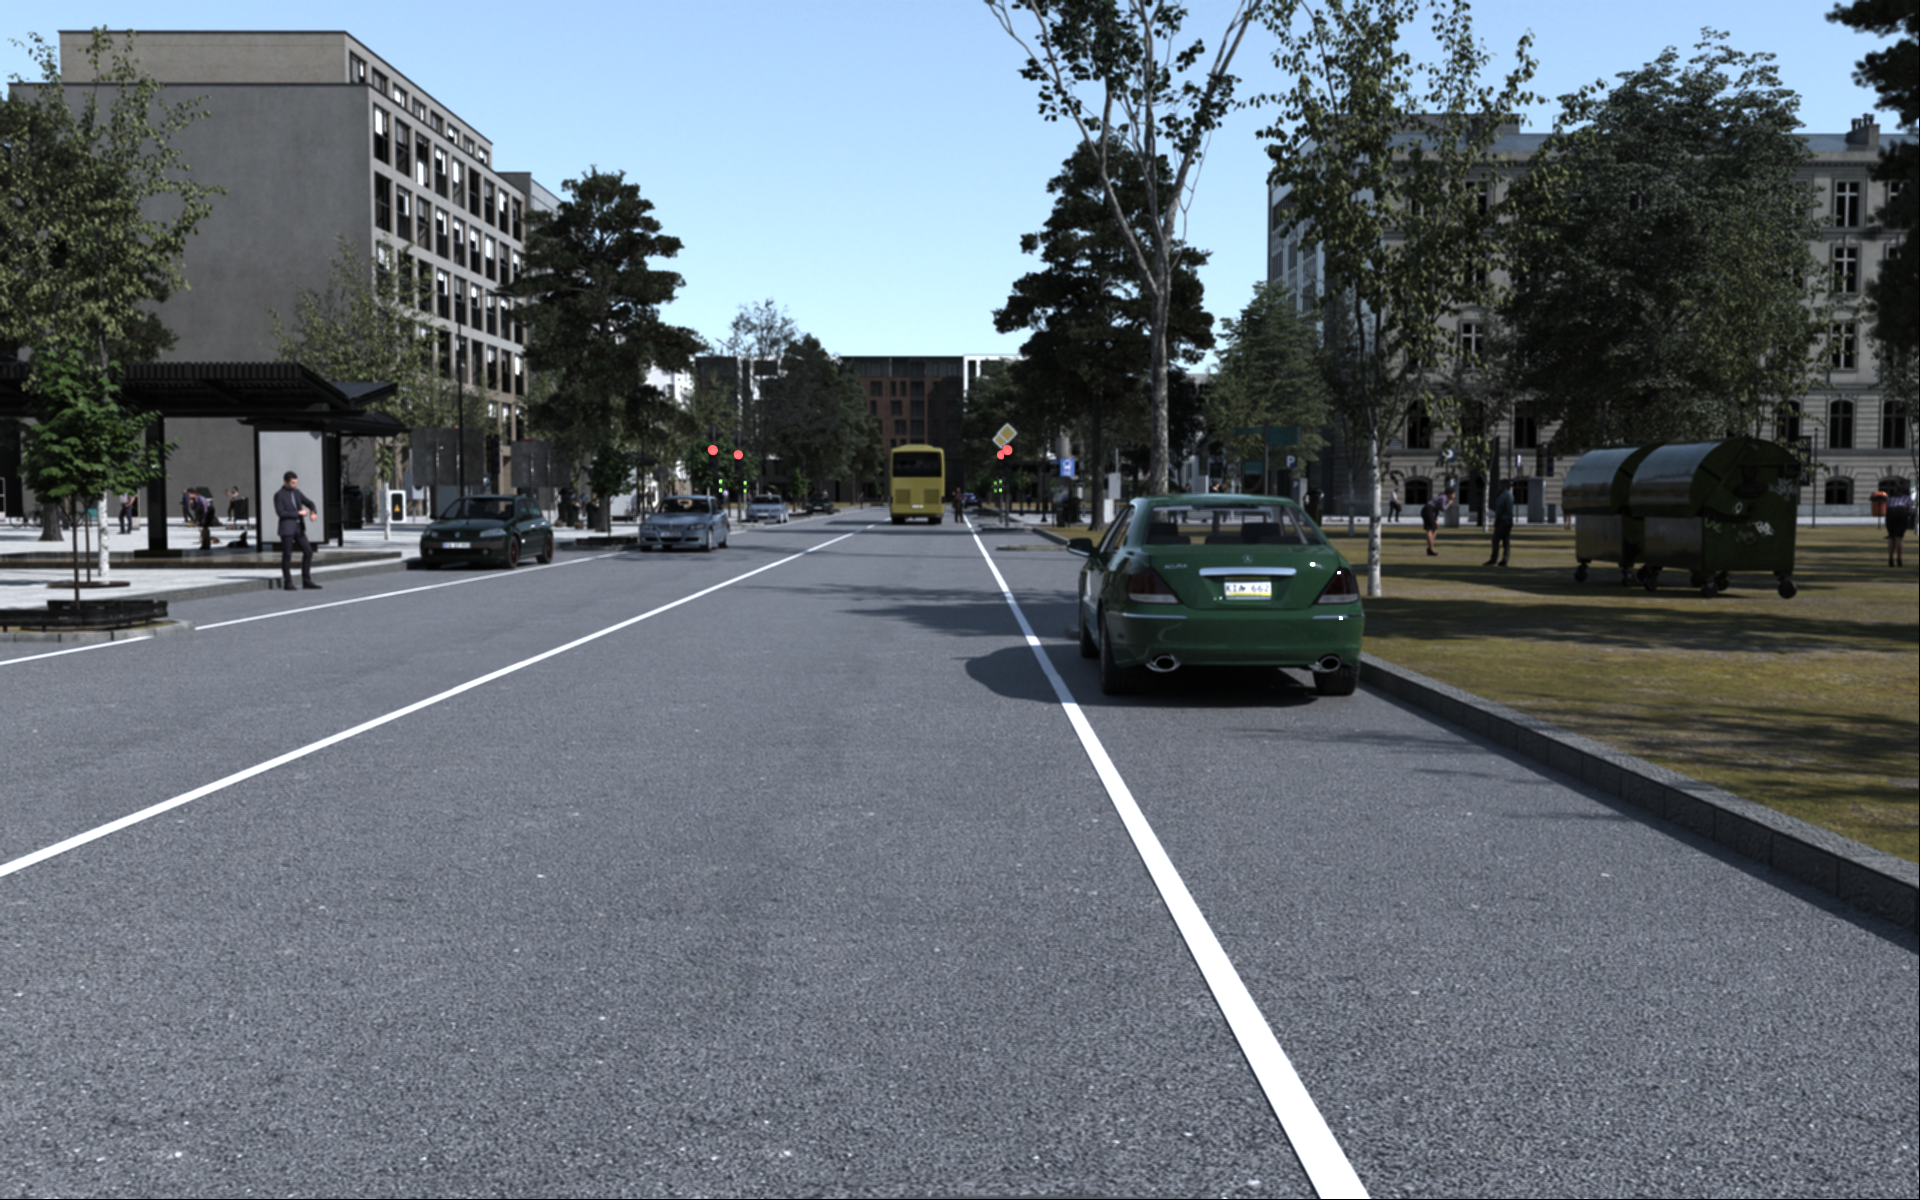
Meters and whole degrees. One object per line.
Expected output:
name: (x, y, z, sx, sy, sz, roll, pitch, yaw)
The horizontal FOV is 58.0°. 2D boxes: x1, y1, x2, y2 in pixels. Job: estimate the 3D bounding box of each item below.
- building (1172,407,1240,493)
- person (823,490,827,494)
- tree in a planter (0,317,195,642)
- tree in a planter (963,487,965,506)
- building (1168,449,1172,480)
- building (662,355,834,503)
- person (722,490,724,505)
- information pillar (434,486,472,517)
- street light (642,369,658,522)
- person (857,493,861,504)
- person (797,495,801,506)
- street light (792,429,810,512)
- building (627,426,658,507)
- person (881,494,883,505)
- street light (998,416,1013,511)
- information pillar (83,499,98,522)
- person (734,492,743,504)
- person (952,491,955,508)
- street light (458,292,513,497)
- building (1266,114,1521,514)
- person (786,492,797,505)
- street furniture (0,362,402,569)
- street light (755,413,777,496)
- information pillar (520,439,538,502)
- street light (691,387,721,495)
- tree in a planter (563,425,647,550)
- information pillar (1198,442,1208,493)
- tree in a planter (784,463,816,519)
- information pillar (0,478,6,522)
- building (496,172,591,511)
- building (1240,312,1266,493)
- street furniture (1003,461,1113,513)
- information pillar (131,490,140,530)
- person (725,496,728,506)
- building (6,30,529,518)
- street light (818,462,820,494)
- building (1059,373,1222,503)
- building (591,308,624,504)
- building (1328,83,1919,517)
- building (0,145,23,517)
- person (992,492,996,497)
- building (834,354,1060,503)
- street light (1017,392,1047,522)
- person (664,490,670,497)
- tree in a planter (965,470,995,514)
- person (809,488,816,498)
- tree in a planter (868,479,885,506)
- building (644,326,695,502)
building: (26.914, -13.700, 166.148, 9.099, 9.664, 28.070, 0, 4, 0)
person: (-14.523, -10.978, 186.208, 0.551, 1.740, 0.621, -2, 4, -35)
tree in a planter: (-9.036, -1.248, 17.634, 1.991, 3.239, 1.994, 0, 4, 0)
tree in a planter: (1.233, -12.718, 205.167, 1.991, 3.239, 1.994, 0, 4, 0)
building: (27.797, -15.414, 194.170, 9.099, 9.664, 28.070, 0, 4, 0)
building: (-34.761, -25.906, 267.541, 32.646, 21.610, 27.936, 0, 4, 0)
person: (-28.632, -12.428, 209.246, 0.705, 1.822, 1.348, -2, 4, -26)
information pillar: (-18.698, -4.460, 64.237, 1.656, 3.620, 0.184, -3, 5, -43)
street light: (-11.072, -5.558, 63.416, 1.470, 5.913, 1.316, 0, 4, 0)
person: (-13.062, -13.103, 223.493, 0.599, 1.433, 0.991, -2, 4, -35)
person: (-17.499, -11.004, 186.681, 0.721, 1.743, 1.217, -3, 5, -40)
street light: (-11.248, -9.203, 123.011, 1.470, 5.913, 1.316, 0, 4, 0)
building: (-35.205, -14.327, 176.398, 9.099, 9.664, 28.070, 0, 4, 0)
person: (-9.947, -12.731, 219.882, 0.599, 1.433, 0.991, -1, 4, -15)
street light: (3.132, -7.980, 103.017, 1.470, 5.913, 1.316, 0, 4, 0)
information pillar: (-39.863, -5.506, 79.406, 0.750, 3.857, 0.750, -2, 4, -31)
person: (-28.335, -13.215, 221.744, 1.348, 1.869, 0.705, 0, 4, -3)
person: (-0.548, -9.996, 172.736, 0.445, 1.727, 0.742, -2, 4, -27)
street light: (-10.951, -4.119, 39.881, 1.470, 5.913, 1.316, 0, 4, 0)
building: (28.648, -18.343, 117.936, 12.078, 24.808, 19.932, 0, 4, 0)
person: (-19.295, -11.754, 198.204, 1.348, 1.826, 0.705, 1, 4, 11)
street furniture: (-14.948, -2.452, 32.193, 7.346, 3.524, 5.398, 0, 4, 0)
street light: (-11.142, -7.739, 99.081, 1.470, 5.913, 1.316, 0, 4, 0)
information pillar: (-20.137, -5.603, 80.992, 0.750, 3.857, 0.750, 0, 4, 4)
street light: (-11.070, -6.279, 75.209, 1.470, 5.913, 1.316, 0, 4, 0)
tree in a planter: (-9.155, -2.927, 45.080, 1.991, 3.239, 1.994, 0, 4, 0)
information pillar: (10.874, -5.262, 77.385, 0.183, 3.616, 0.504, -3, 5, -41)
tree in a planter: (-9.413, -6.317, 100.502, 1.991, 3.239, 1.994, 0, 4, 0)
information pillar: (-43.930, -4.572, 79.246, 0.304, 2.012, 0.304, 2, 4, 32)
building: (-37.485, -19.531, 137.357, 12.078, 24.808, 19.932, 0, 4, 0)
building: (31.367, -16.795, 142.054, 16.820, 18.784, 16.811, 0, 4, 0)
street furniture: (6.613, -7.759, 118.972, 7.346, 3.524, 5.398, 0, 4, 0)
information pillar: (-29.356, -3.491, 61.577, 0.304, 2.012, 0.304, -2, 4, -26)
person: (-24.992, -10.700, 184.211, 0.991, 1.433, 0.599, 3, 5, 39)
building: (-41.336, -18.697, 110.211, 19.350, 26.468, 34.151, 0, 4, 0)
street light: (-11.396, -10.643, 146.546, 1.470, 5.913, 1.316, 0, 4, 0)
building: (30.386, -24.190, 261.959, 31.486, 18.905, 16.747, 0, 4, 0)
building: (-38.868, -18.346, 156.373, 16.016, 20.091, 11.380, 0, 4, 0)
building: (40.242, -17.244, 101.026, 34.723, 24.649, 14.460, 0, 4, 0)
building: (-68.127, -17.228, 100.743, 30.058, 24.678, 14.314, 0, 4, 0)
person: (4.264, -11.706, 197.442, 1.348, 1.823, 0.705, 2, 4, 26)
building: (-1.703, -25.864, 266.855, 32.646, 21.610, 27.936, 0, 4, 0)
street light: (3.302, -6.512, 79.006, 1.470, 5.913, 1.316, 0, 4, 0)
person: (-27.702, -9.543, 163.537, 0.593, 1.643, 0.415, -3, 5, -41)
tree in a planter: (1.578, -7.966, 127.461, 1.991, 3.239, 1.994, 0, 4, 0)
person: (-13.436, -9.497, 161.274, 1.348, 1.831, 0.705, -3, 5, -40)
tree in a planter: (-9.880, -12.684, 204.604, 1.991, 3.239, 1.994, 0, 4, 0)
building: (-37.062, -21.063, 200.800, 11.380, 20.091, 16.016, 0, 4, 0)
